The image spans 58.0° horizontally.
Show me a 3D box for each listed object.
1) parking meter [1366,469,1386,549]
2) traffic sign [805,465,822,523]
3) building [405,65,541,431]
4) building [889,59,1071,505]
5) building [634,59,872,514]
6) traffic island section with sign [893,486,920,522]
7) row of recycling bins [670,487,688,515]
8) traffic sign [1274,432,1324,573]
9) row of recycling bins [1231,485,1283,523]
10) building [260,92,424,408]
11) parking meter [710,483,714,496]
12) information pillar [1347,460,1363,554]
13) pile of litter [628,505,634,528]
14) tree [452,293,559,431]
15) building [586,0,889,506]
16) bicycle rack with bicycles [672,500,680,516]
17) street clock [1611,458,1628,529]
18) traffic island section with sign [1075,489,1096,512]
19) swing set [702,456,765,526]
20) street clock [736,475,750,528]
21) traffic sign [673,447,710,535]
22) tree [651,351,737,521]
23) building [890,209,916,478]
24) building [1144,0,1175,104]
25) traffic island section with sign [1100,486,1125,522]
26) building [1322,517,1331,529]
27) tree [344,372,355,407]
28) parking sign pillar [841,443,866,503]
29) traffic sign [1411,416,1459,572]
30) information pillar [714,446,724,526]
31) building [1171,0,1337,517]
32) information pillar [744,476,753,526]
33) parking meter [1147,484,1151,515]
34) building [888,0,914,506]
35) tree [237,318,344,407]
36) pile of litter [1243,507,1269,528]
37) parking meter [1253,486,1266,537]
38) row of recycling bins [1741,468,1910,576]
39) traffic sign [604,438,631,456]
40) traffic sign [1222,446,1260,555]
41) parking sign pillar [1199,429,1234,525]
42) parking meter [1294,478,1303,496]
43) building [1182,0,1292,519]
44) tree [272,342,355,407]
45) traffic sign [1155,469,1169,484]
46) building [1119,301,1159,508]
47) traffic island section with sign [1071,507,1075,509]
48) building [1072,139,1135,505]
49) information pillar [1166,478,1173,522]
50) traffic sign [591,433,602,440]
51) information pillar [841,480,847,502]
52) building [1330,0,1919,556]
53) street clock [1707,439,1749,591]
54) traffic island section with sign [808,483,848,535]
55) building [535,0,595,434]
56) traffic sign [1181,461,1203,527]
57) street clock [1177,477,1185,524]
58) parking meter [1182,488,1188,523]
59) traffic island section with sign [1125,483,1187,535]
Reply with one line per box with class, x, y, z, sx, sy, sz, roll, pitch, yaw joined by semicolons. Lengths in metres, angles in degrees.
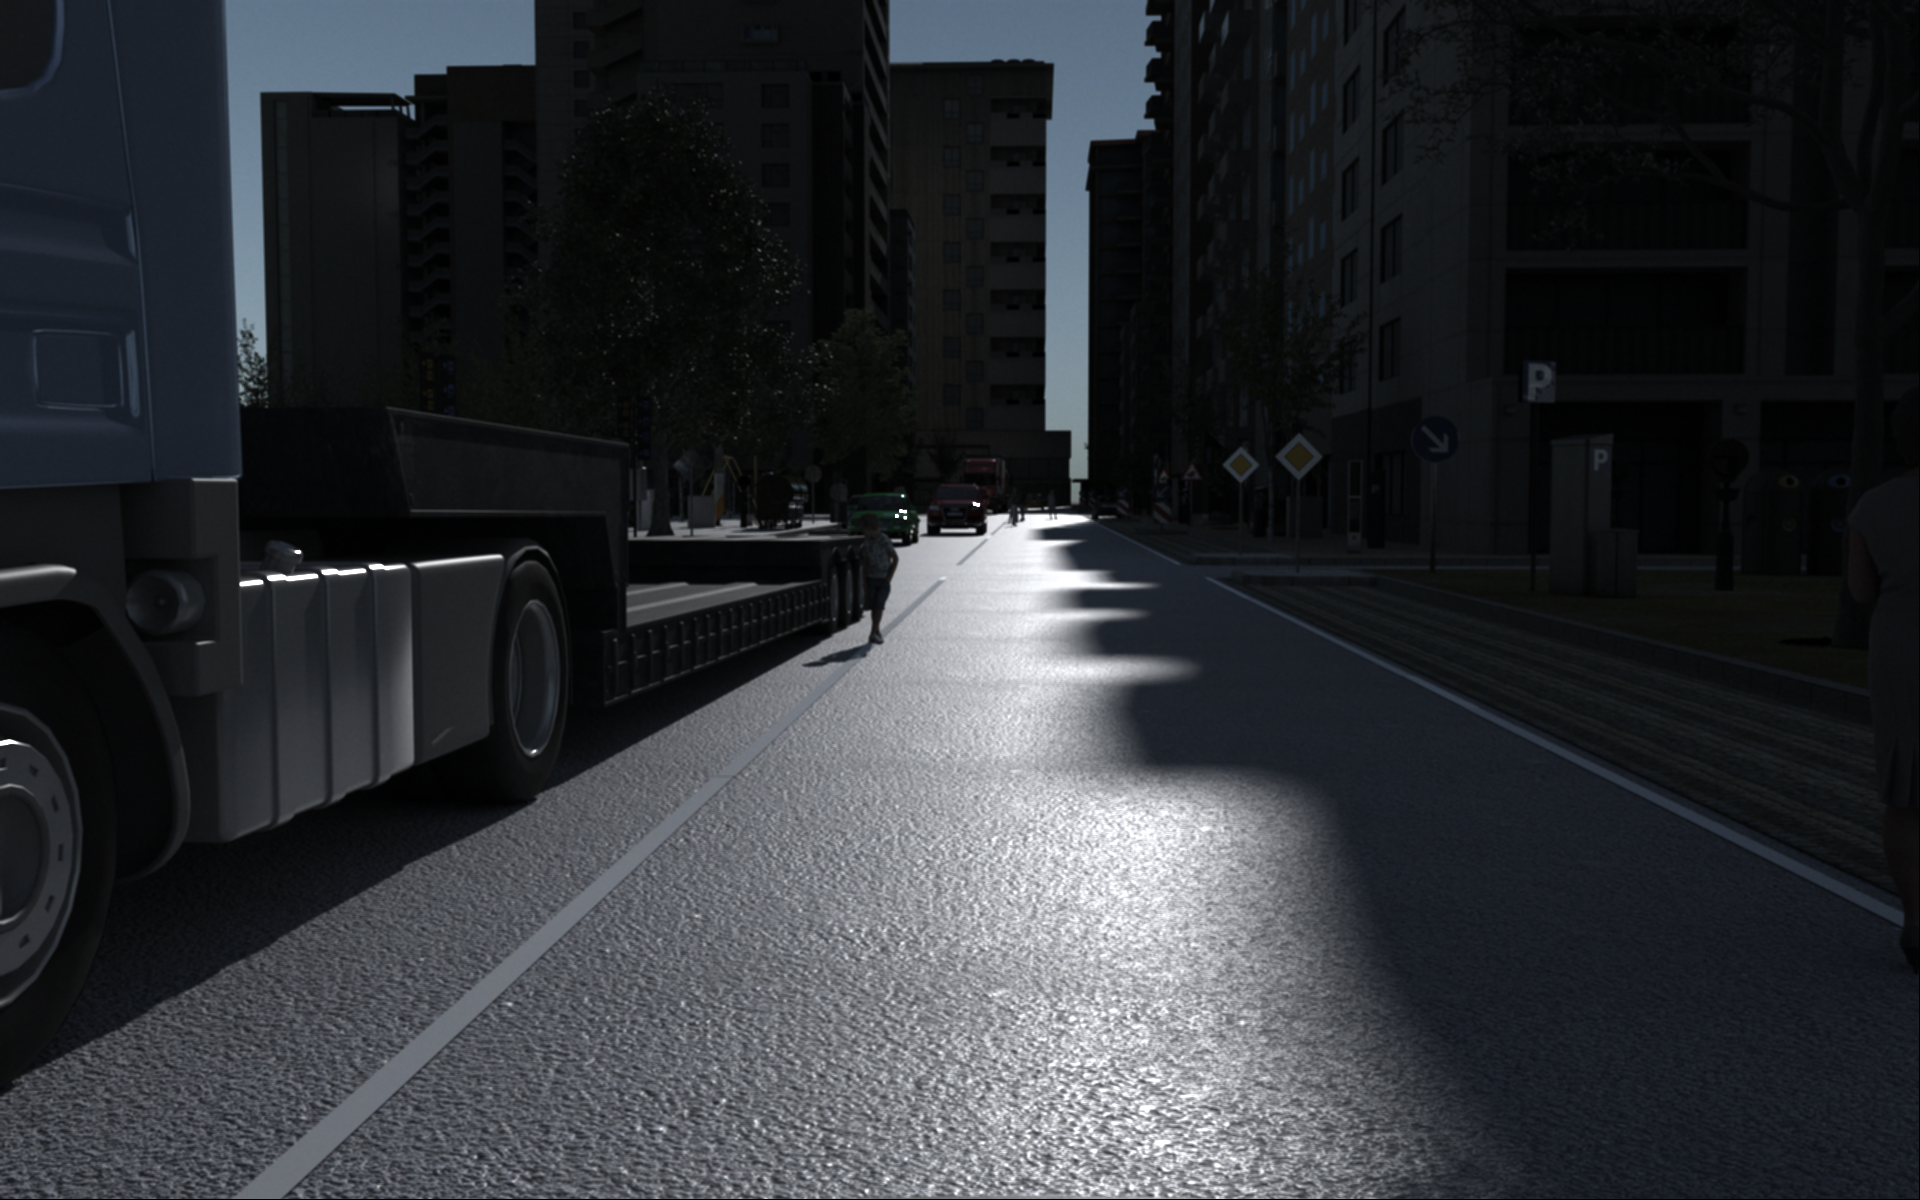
parking meter;9.788;-2.144;40.769;0.399;1.863;0.255;2;4;28
traffic sign;-6.452;-4.645;76.055;0.768;2.556;0.104;0;4;7
building;-47.492;-32.337;178.823;14.200;45.320;14.600;0;4;3
building;-0.330;-38.081;211.866;27.495;52.752;28.713;0;4;3
building;-13.754;-21.250;119.131;14.160;30.474;14.107;0;4;3
traffic island section with sign;-3.065;-4.923;89.114;1.989;1.847;2.006;0;4;3
row of recycling bins;-17.229;-6.065;106.280;1.069;1.692;3.534;0;4;-3
traffic sign;5.499;-1.500;28.166;0.795;2.450;0.064;0;4;3
row of recycling bins;12.547;-4.259;76.755;3.534;1.692;1.069;0;4;-2
building;-62.224;-30.327;179.438;14.086;41.232;14.154;0;4;3
parking meter;-12.646;-5.083;88.811;0.255;1.863;0.399;1;4;18
information pillar;8.530;-2.015;37.436;0.304;2.012;0.304;1;4;11
pile of litter;-12.885;-3.211;66.469;1.176;0.858;1.719;2;4;32
tree;-15.551;-6.830;62.041;4.737;8.622;4.395;0;3;0
building;-17.158;-31.368;136.567;21.300;48.544;21.600;0;4;3
bicycle rack with bicycles;-15.894;-5.377;101.292;2.925;0.926;2.852;-2;4;-34
street clock;13.381;-1.875;35.234;0.358;2.002;0.471;0;4;0
traffic island section with sign;10.396;-7.931;138.293;1.989;1.847;2.006;0;4;3
swing set;-9.658;-4.546;71.955;2.862;2.851;3.119;0;4;0
street clock;-8.267;-3.764;66.112;0.471;2.002;0.358;-2;4;-33
traffic sign;-5.681;-2.020;36.671;0.795;2.450;0.064;0;4;3
tree;-13.491;-8.144;83.519;4.737;8.622;4.395;0;3;0
building;-11.682;-24.835;177.748;14.107;30.474;14.160;0;4;3
building;26.257;-29.675;139.813;22.147;44.769;28.867;0;4;3
traffic island section with sign;8.218;-4.914;88.971;1.989;1.847;2.006;0;4;3
building;20.202;-25.352;64.622;14.600;45.320;14.200;0;4;3
tree;-30.232;-8.602;90.998;4.737;8.622;4.395;0;3;0
parking sign pillar;-5.632;-6.299;91.456;1.447;3.967;1.447;-1;4;-14
traffic sign;7.754;-1.727;28.341;0.768;2.556;0.104;0;4;5
information pillar;-9.664;-4.773;69.386;0.183;3.616;0.504;2;4;35
building;22.062;-28.641;118.390;14.600;45.320;14.200;0;4;3
information pillar;-8.555;-3.991;69.743;0.304;2.012;0.304;1;4;22
parking meter;11.506;-6.093;105.339;0.255;1.863;0.399;0;4;6
building;-14.754;-43.981;157.348;20.563;71.187;20.611;0;4;3
tree;-29.437;-7.530;73.484;4.737;8.622;4.395;0;3;0
pile of litter;11.441;-3.222;66.646;1.176;0.858;1.719;2;4;32
parking meter;8.909;-2.635;51.497;0.372;1.533;0.369;0;3;0
row of recycling bins;14.207;-1.228;27.186;3.534;1.692;1.069;1;4;18
traffic sign;-7.818;-2.385;39.109;0.768;2.556;0.104;0;4;3
traffic sign;5.851;-1.988;36.144;0.795;2.450;0.064;0;4;3
parking sign pillar;10.684;-5.113;72.067;1.447;3.967;1.447;-2;4;-35
parking meter;12.049;-3.424;61.687;0.255;1.863;0.399;2;4;29
building;24.923;-29.052;94.601;23.786;49.044;30.456;0;4;3
tree;-30.846;-8.121;83.135;4.360;8.622;3.978;0;3;0
traffic sign;10.380;-5.398;88.257;0.884;2.594;0.081;0;4;6
building;30.155;-19.827;169.209;27.650;21.520;28.899;0;4;3
traffic island section with sign;11.582;-9.585;165.348;1.989;1.847;2.006;0;4;3
building;28.005;-33.807;207.363;28.867;44.769;22.147;0;4;3
information pillar;9.747;-4.659;80.672;0.304;2.012;0.304;0;4;0
traffic sign;-6.033;-1.532;28.694;0.795;2.450;0.064;0;4;3
information pillar;-5.945;-5.150;88.702;0.304;2.012;0.304;0;4;-4
building;21.803;-37.034;43.758;20.611;71.187;20.563;0;4;3
street clock;10.165;-1.126;22.979;0.471;2.002;0.358;0;4;8
traffic island section with sign;-4.283;-3.234;61.510;1.989;1.847;2.006;0;4;3
building;-29.418;-44.979;173.652;20.611;71.187;20.563;0;4;3
traffic sign;9.019;-4.123;67.411;0.884;2.594;0.081;0;4;8
street clock;9.549;-4.298;74.834;0.358;2.002;0.471;0;4;3
parking meter;9.823;-4.113;75.658;0.372;1.533;0.369;0;3;0
traffic island section with sign;6.999;-3.228;61.403;1.989;1.847;2.006;0;4;3
